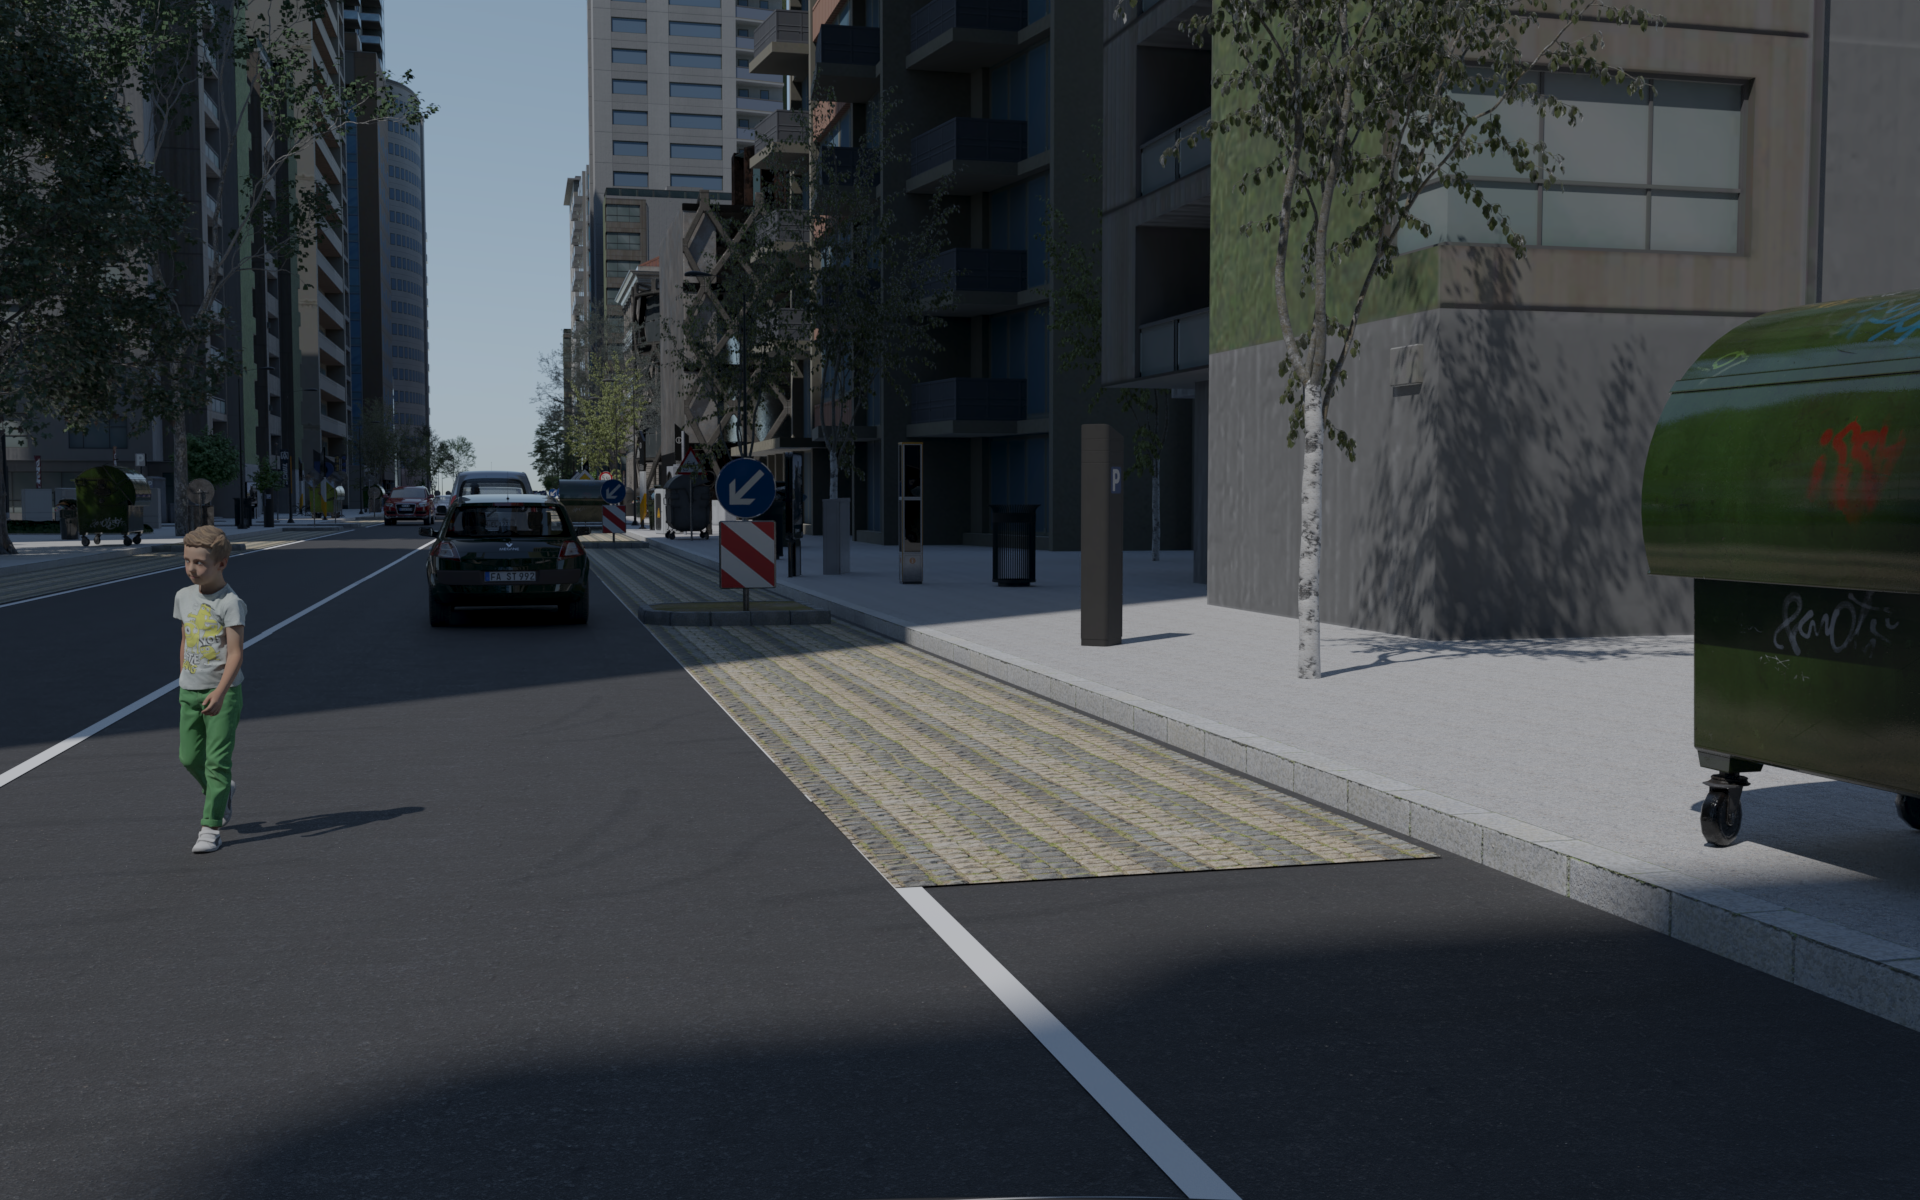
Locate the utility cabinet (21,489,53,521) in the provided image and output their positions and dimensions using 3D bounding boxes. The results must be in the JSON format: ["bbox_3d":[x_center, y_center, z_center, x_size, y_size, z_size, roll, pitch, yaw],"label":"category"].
[{"bbox_3d":[-40.076,-4.068,75.187,0.318,1.500,1.173,2,4,34],"label":"utility cabinet"}]

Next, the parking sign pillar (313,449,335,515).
[{"bbox_3d":[-37.867,-7.024,103.307,1.447,3.967,1.447,-1,4,-15],"label":"parking sign pillar"}]

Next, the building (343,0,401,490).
[{"bbox_3d":[-73.772,-53.720,190.993,22.319,86.520,31.000,-1,4,-14],"label":"building"}]

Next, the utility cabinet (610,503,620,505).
[{"bbox_3d":[-19.241,-5.142,95.237,1.020,1.237,0.306,-3,4,-36],"label":"utility cabinet"}]

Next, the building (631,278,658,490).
[{"bbox_3d":[-15.072,-15.722,124.501,16.820,18.784,16.811,-1,4,-14],"label":"building"}]

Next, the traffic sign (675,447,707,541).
[{"bbox_3d":[-7.375,-2.907,47.531,0.884,2.594,0.081,0,4,-6],"label":"traffic sign"}]

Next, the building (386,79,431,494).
[{"bbox_3d":[-85.735,-42.741,240.817,21.231,58.520,28.212,-1,4,-14],"label":"building"}]

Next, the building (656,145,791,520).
[{"bbox_3d":[-6.727,-13.707,91.568,16.811,18.784,16.820,-1,4,-14],"label":"building"}]

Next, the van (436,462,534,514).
[{"bbox_3d":[-8.697,-1.540,32.197,2.013,2.044,4.112,-1,4,-16],"label":"van"}]

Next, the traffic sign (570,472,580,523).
[{"bbox_3d":[-17.143,-4.538,77.841,0.795,2.450,0.064,-1,4,-14],"label":"traffic sign"}]

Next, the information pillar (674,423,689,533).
[{"bbox_3d":[-9.207,-4.033,57.289,0.504,3.616,0.183,-1,4,-18],"label":"information pillar"}]

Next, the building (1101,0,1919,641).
[{"bbox_3d":[9.251,-20.710,22.206,14.154,41.232,14.086,-1,4,-14],"label":"building"}]

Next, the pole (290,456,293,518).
[{"bbox_3d":[-36.143,-6.093,93.458,0.158,3.312,0.155,0,3,0],"label":"pole"}]

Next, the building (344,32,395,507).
[{"bbox_3d":[-64.073,-31.885,171.437,14.600,45.320,14.200,-1,4,-14],"label":"building"}]

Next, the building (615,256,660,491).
[{"bbox_3d":[-21.816,-18.720,142.222,11.583,22.565,21.152,-1,4,-14],"label":"building"}]

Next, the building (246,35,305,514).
[{"bbox_3d":[-49.669,-20.602,108.540,14.160,30.474,14.107,-1,4,-14],"label":"building"}]

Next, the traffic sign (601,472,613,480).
[{"bbox_3d":[-20.027,-5.990,98.040,0.768,2.556,0.104,0,4,-7],"label":"traffic sign"}]

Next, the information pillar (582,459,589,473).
[{"bbox_3d":[-25.063,-7.631,116.113,0.504,3.616,0.183,1,4,20],"label":"information pillar"}]

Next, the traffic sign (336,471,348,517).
[{"bbox_3d":[-34.071,-5.825,95.352,0.768,2.556,0.104,-1,4,-12],"label":"traffic sign"}]

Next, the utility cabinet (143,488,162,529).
[{"bbox_3d":[-29.857,-3.340,63.289,1.173,1.500,0.318,0,4,-6],"label":"utility cabinet"}]

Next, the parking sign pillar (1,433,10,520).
[{"bbox_3d":[-42.942,-5.400,76.759,1.447,3.967,1.447,-1,4,-16],"label":"parking sign pillar"}]

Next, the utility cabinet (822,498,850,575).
[{"bbox_3d":[-2.002,-1.030,28.009,0.306,1.237,1.020,0,4,5],"label":"utility cabinet"}]

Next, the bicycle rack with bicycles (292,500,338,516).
[{"bbox_3d":[-37.429,-5.343,100.734,2.925,0.926,2.852,-2,4,-26],"label":"bicycle rack with bicycles"}]

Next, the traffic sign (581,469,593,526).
[{"bbox_3d":[-15.173,-4.065,70.102,0.795,2.450,0.064,-1,4,-14],"label":"traffic sign"}]

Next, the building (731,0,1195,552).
[{"bbox_3d":[5.378,-24.314,52.159,22.147,44.769,28.867,-1,4,-14],"label":"building"}]

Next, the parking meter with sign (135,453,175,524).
[{"bbox_3d":[-34.864,-4.828,75.194,0.543,3.016,1.738,1,4,21],"label":"parking meter with sign"}]

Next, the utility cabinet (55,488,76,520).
[{"bbox_3d":[-32.468,-3.333,63.172,0.318,1.500,1.173,1,4,8],"label":"utility cabinet"}]

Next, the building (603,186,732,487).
[{"bbox_3d":[-27.184,-24.171,166.890,14.160,30.474,14.107,-1,4,-14],"label":"building"}]

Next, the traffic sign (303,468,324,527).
[{"bbox_3d":[-25.203,-3.910,67.578,0.795,2.450,0.064,-1,4,-14],"label":"traffic sign"}]

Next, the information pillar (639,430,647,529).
[{"bbox_3d":[-11.615,-4.407,63.413,0.183,3.616,0.504,-2,4,-29],"label":"information pillar"}]

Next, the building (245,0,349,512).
[{"bbox_3d":[-59.368,-31.098,132.154,21.300,48.544,21.600,-1,4,-14],"label":"building"}]

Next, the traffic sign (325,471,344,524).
[{"bbox_3d":[-27.174,-4.384,75.317,0.795,2.450,0.064,-1,4,-14],"label":"traffic sign"}]

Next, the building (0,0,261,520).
[{"bbox_3d":[-44.081,-24.665,86.872,14.154,41.232,14.086,-1,4,-14],"label":"building"}]

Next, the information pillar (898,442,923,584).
[{"bbox_3d":[-0.704,-1.237,24.722,0.304,2.012,0.304,-1,4,-12],"label":"information pillar"}]

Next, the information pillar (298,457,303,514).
[{"bbox_3d":[-41.530,-7.203,109.119,0.183,3.616,0.504,-3,5,-39],"label":"information pillar"}]

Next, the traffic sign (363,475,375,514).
[{"bbox_3d":[-38.657,-6.926,113.351,0.768,2.556,0.104,-1,4,-12],"label":"traffic sign"}]

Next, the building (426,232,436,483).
[{"bbox_3d":[-94.536,-39.755,269.603,23.786,49.044,30.456,-1,4,-14],"label":"building"}]

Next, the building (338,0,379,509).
[{"bbox_3d":[-63.129,-43.713,152.961,20.563,71.187,20.611,-1,4,-14],"label":"building"}]

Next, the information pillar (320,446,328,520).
[{"bbox_3d":[-31.358,-5.747,85.323,0.183,3.616,0.504,-3,5,-41],"label":"information pillar"}]

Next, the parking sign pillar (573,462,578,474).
[{"bbox_3d":[-32.787,-9.736,147.657,1.447,3.967,1.447,-1,4,-13],"label":"parking sign pillar"}]

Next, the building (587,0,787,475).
[{"bbox_3d":[-29.349,-39.475,187.423,21.231,58.520,28.212,-1,4,-14],"label":"building"}]
